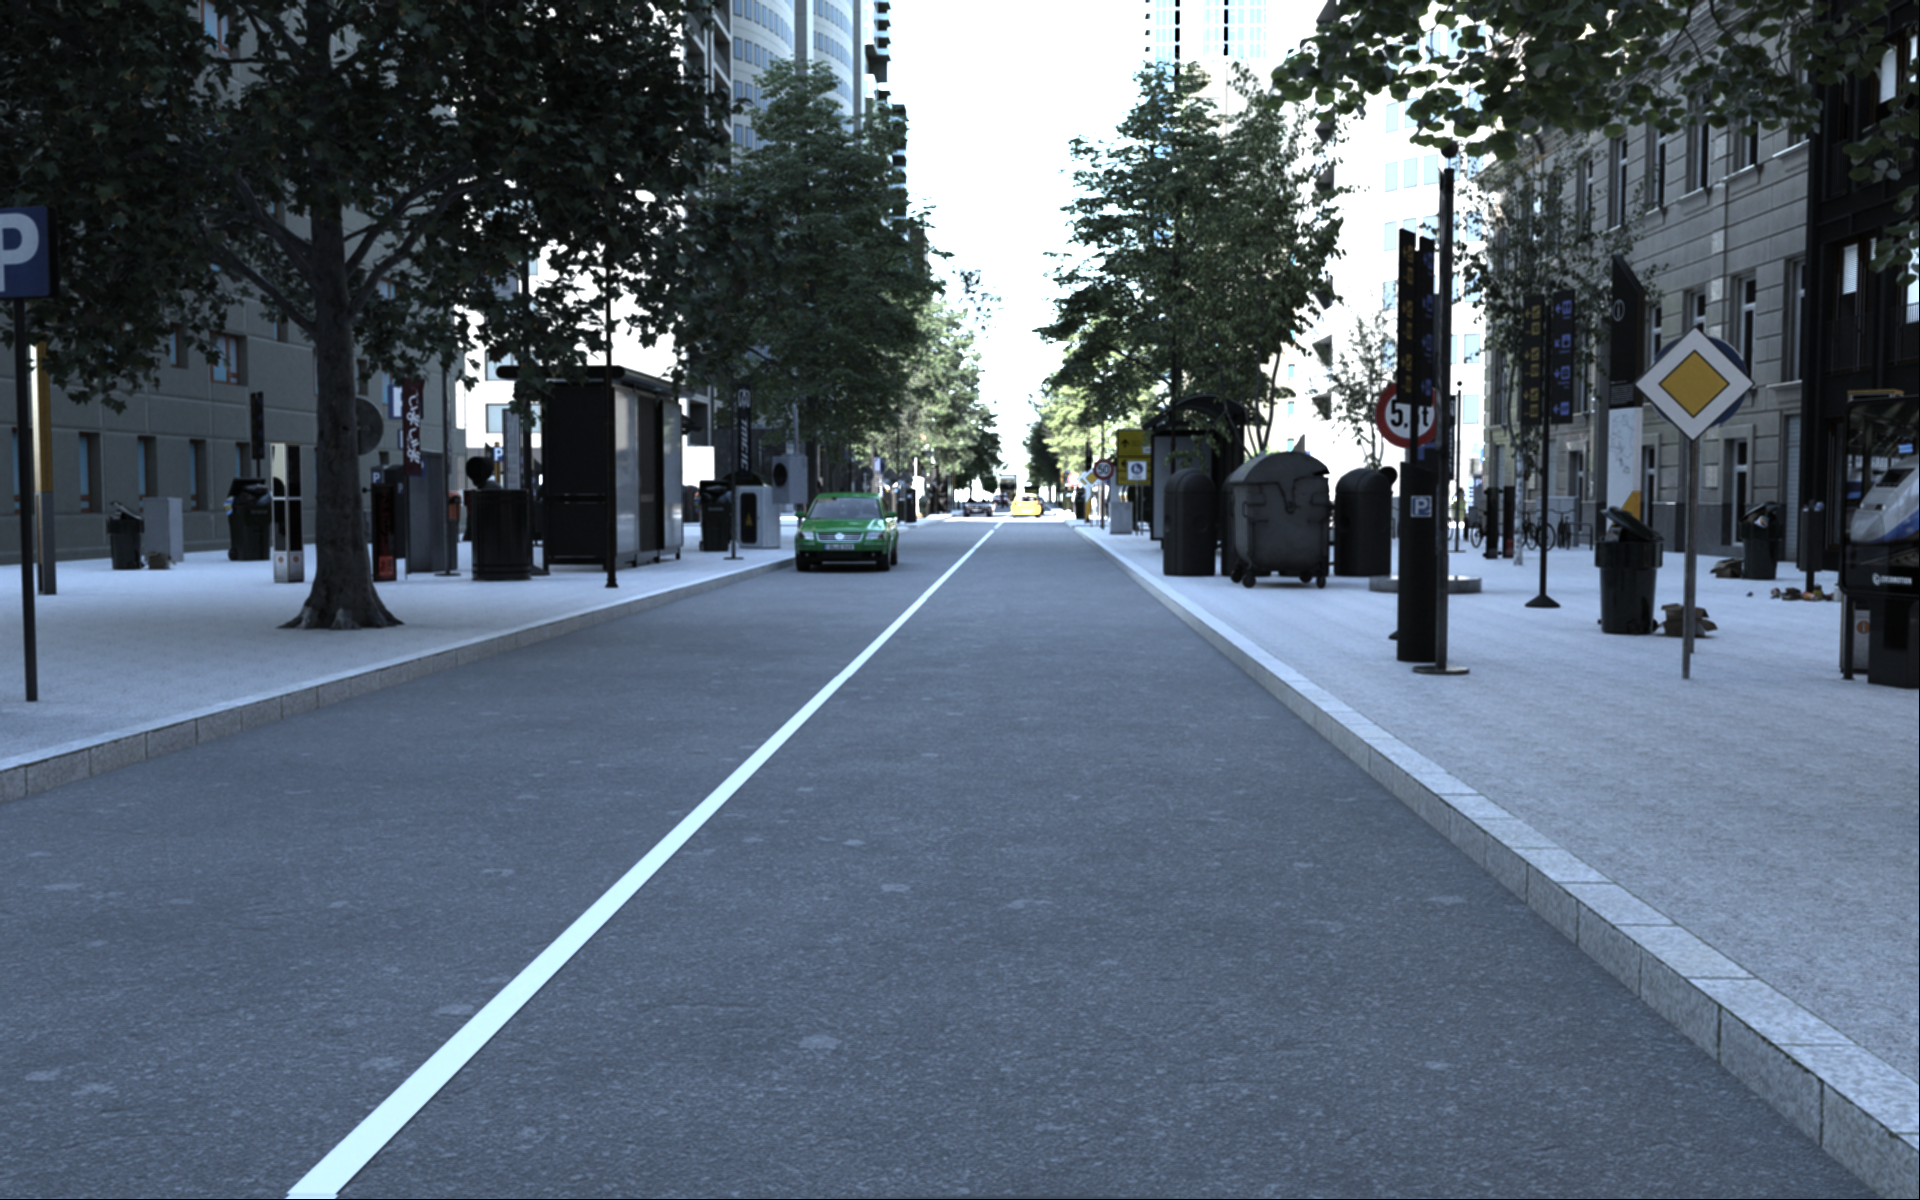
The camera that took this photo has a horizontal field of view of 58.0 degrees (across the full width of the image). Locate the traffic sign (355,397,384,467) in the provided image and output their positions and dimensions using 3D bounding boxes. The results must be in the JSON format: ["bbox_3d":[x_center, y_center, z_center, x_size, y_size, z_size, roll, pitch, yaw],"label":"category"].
[{"bbox_3d":[-7.961,-1.390,22.834,0.768,2.556,0.104,1,4,10],"label":"traffic sign"}]

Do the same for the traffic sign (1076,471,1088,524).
[{"bbox_3d":[5.341,-4.304,74.007,0.795,2.450,0.064,0,4,2],"label":"traffic sign"}]

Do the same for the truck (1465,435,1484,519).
[{"bbox_3d":[29.287,-4.870,69.381,18.799,4.110,2.967,0,4,4],"label":"truck"}]

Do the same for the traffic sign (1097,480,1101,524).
[{"bbox_3d":[5.799,-4.336,73.030,0.606,2.300,0.079,0,4,6],"label":"traffic sign"}]

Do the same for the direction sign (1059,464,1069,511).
[{"bbox_3d":[7.751,-8.362,128.722,0.876,3.537,0.379,-2,4,-31],"label":"direction sign"}]

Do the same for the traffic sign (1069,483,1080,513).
[{"bbox_3d":[7.599,-7.060,115.431,0.884,2.594,0.081,1,4,10],"label":"traffic sign"}]

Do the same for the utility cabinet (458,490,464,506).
[{"bbox_3d":[-24.339,-4.736,86.108,1.173,1.500,0.318,-2,4,-25],"label":"utility cabinet"}]

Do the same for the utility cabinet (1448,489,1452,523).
[{"bbox_3d":[21.389,-4.137,76.325,0.318,1.500,1.173,2,4,25],"label":"utility cabinet"}]

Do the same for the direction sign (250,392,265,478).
[{"bbox_3d":[-15.669,-2.856,38.690,0.379,3.537,0.876,-3,4,-37],"label":"direction sign"}]

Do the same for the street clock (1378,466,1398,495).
[{"bbox_3d":[11.145,-2.485,45.204,0.471,2.002,0.358,0,4,-3],"label":"street clock"}]

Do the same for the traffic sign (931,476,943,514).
[{"bbox_3d":[-1.504,-6.781,112.049,0.795,2.450,0.064,1,4,12],"label":"traffic sign"}]

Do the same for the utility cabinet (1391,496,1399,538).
[{"bbox_3d":[13.114,-2.444,51.128,1.020,1.237,0.306,-3,5,-43],"label":"utility cabinet"}]

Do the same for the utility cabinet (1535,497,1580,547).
[{"bbox_3d":[14.612,-1.910,42.383,0.306,1.237,1.020,-3,5,-43],"label":"utility cabinet"}]

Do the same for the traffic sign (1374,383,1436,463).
[{"bbox_3d":[4.995,-1.176,19.328,0.768,2.556,0.104,0,4,4],"label":"traffic sign"}]

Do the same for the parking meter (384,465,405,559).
[{"bbox_3d":[-11.226,-1.755,34.401,0.255,1.863,0.399,1,4,12],"label":"parking meter"}]

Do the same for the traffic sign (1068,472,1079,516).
[{"bbox_3d":[6.777,-6.238,102.101,0.768,2.556,0.104,1,4,9],"label":"traffic sign"}]

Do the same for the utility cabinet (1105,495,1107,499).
[{"bbox_3d":[12.364,-8.204,145.303,0.306,1.237,1.020,-1,4,-14],"label":"utility cabinet"}]

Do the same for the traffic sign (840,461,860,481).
[{"bbox_3d":[-4.234,-4.075,66.730,0.768,2.556,0.104,0,4,6],"label":"traffic sign"}]

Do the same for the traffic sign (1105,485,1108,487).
[{"bbox_3d":[10.740,-7.512,122.819,0.884,2.594,0.081,0,4,7],"label":"traffic sign"}]

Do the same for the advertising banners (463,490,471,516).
[{"bbox_3d":[-18.837,-4.310,66.664,2.074,3.025,0.090,-1,4,-17],"label":"advertising banners"}]

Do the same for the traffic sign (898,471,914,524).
[{"bbox_3d":[-2.346,-4.324,74.339,0.795,2.450,0.064,0,4,2],"label":"traffic sign"}]

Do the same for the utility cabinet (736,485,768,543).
[{"bbox_3d":[-5.336,-2.194,44.545,0.318,1.500,1.173,-3,4,-37],"label":"utility cabinet"}]

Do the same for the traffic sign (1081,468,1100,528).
[{"bbox_3d":[5.017,-3.816,66.029,0.795,2.450,0.064,0,4,2],"label":"traffic sign"}]

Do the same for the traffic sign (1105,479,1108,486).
[{"bbox_3d":[10.028,-7.060,115.532,0.768,2.556,0.104,1,4,9],"label":"traffic sign"}]

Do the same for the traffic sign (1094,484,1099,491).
[{"bbox_3d":[9.585,-7.500,122.726,0.768,2.556,0.104,0,4,8],"label":"traffic sign"}]

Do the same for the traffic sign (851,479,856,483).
[{"bbox_3d":[-5.115,-4.884,79.965,0.768,2.556,0.104,1,4,8],"label":"traffic sign"}]

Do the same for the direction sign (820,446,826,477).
[{"bbox_3d":[-6.193,-5.458,81.242,0.876,3.537,0.379,-2,4,-35],"label":"direction sign"}]

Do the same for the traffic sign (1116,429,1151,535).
[{"bbox_3d":[6.001,-3.675,53.957,2.265,3.308,0.079,0,4,3],"label":"traffic sign"}]

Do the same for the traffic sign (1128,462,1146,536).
[{"bbox_3d":[5.465,-3.141,53.490,0.606,2.300,0.079,1,4,12],"label":"traffic sign"}]

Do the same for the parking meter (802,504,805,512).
[{"bbox_3d":[-9.057,-5.694,101.501,0.372,1.533,0.369,0,3,0],"label":"parking meter"}]

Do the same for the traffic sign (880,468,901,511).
[{"bbox_3d":[-2.670,-3.836,66.360,0.795,2.450,0.064,0,4,2],"label":"traffic sign"}]

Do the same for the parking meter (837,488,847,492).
[{"bbox_3d":[-4.570,-3.590,67.110,0.372,1.533,0.369,0,3,0],"label":"parking meter"}]

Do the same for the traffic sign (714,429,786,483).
[{"bbox_3d":[-6.537,-3.674,53.935,2.265,3.308,0.079,0,4,4],"label":"traffic sign"}]

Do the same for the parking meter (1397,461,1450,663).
[{"bbox_3d":[3.561,-0.299,13.307,0.372,1.533,0.369,0,3,0],"label":"parking meter"}]

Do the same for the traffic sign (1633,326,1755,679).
[{"bbox_3d":[5.049,-0.660,11.984,0.795,2.450,0.064,1,4,8],"label":"traffic sign"}]

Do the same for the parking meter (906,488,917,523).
[{"bbox_3d":[-2.147,-4.272,78.252,0.372,1.533,0.369,0,3,0],"label":"parking meter"}]

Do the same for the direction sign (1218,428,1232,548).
[{"bbox_3d":[6.280,-3.014,41.276,0.379,3.537,0.876,-1,4,-14],"label":"direction sign"}]

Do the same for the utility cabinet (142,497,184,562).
[{"bbox_3d":[-15.140,-1.331,32.918,1.020,1.237,0.306,3,5,40],"label":"utility cabinet"}]

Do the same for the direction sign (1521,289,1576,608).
[{"bbox_3d":[6.627,-1.688,19.597,0.379,3.537,0.876,-1,4,-19],"label":"direction sign"}]

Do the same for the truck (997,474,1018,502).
[{"bbox_3d":[6.733,-15.471,241.859,2.839,4.237,11.283,0,4,3],"label":"truck"}]

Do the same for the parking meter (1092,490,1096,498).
[{"bbox_3d":[9.341,-6.826,120.009,0.372,1.533,0.369,0,3,0],"label":"parking meter"}]

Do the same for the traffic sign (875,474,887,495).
[{"bbox_3d":[-4.076,-5.339,89.425,0.606,2.300,0.079,0,4,5],"label":"traffic sign"}]

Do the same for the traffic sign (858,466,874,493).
[{"bbox_3d":[-4.321,-4.835,79.152,0.768,2.556,0.104,1,4,11],"label":"traffic sign"}]

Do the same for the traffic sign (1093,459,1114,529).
[{"bbox_3d":[5.193,-3.827,62.684,0.768,2.556,0.104,1,4,9],"label":"traffic sign"}]

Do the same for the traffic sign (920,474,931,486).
[{"bbox_3d":[-2.241,-6.692,109.522,0.768,2.556,0.104,0,4,7],"label":"traffic sign"}]

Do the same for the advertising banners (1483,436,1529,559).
[{"bbox_3d":[11.050,-2.364,34.841,0.090,3.025,2.074,3,5,42],"label":"advertising banners"}]

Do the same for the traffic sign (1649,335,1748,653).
[{"bbox_3d":[5.886,-0.844,13.912,0.768,2.556,0.104,1,4,10],"label":"traffic sign"}]

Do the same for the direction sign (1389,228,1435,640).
[{"bbox_3d":[3.987,-1.419,15.205,0.379,3.537,0.876,2,4,33],"label":"direction sign"}]

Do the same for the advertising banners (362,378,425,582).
[{"bbox_3d":[-8.465,-1.783,25.333,0.090,3.025,2.074,1,4,21],"label":"advertising banners"}]
